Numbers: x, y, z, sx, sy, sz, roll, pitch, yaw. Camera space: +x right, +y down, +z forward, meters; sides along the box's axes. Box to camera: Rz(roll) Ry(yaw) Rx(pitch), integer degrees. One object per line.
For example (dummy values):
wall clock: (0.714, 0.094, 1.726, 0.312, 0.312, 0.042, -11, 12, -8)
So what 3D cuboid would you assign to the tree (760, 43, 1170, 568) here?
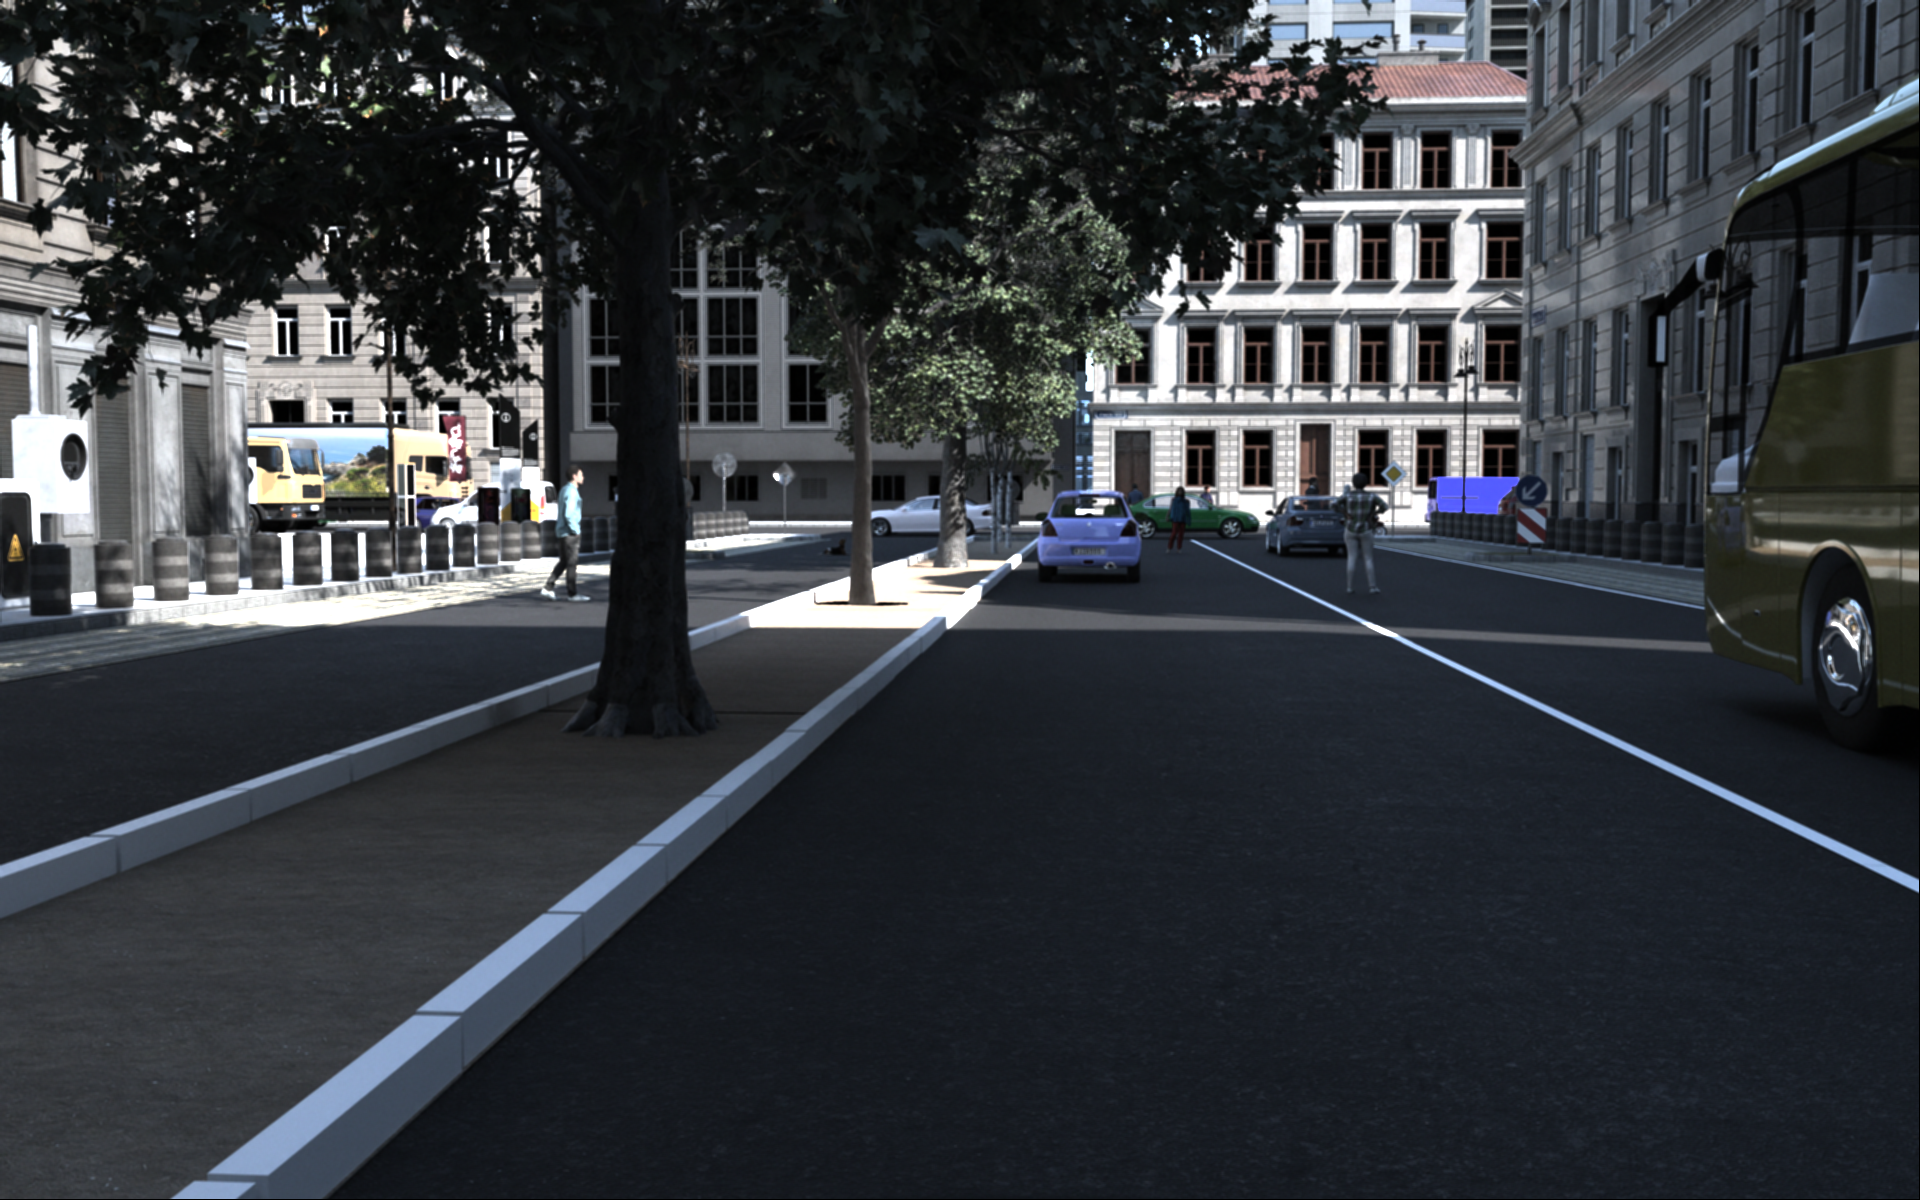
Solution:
tree: (-0.173, -7.587, 33.152, 9.857, 13.997, 8.962, 0, 3, 0)

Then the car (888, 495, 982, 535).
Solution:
car: (-0.981, -3.043, 61.750, 4.499, 1.417, 2.014, 0, 4, 5)

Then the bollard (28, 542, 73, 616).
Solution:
bollard: (-9.650, -0.223, 18.370, 0.404, 0.777, 0.398, 0, 3, 0)

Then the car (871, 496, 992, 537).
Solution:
car: (-1.182, -2.853, 59.009, 4.827, 1.381, 2.083, 0, 4, 4)

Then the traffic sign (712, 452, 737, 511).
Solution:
traffic sign: (-7.186, -3.225, 52.829, 0.768, 2.556, 0.104, 0, 4, 6)

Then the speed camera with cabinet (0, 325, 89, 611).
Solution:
speed camera with cabinet: (-10.741, -1.554, 19.747, 0.660, 3.252, 2.038, 0, 4, 2)

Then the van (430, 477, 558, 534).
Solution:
van: (-15.492, -3.094, 57.601, 4.112, 2.044, 2.013, 0, 4, 5)

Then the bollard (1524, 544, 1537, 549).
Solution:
bollard: (13.653, -1.605, 40.963, 0.404, 0.777, 0.398, 0, 3, 0)

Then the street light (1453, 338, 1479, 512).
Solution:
street light: (15.019, -4.815, 51.515, 0.468, 5.910, 1.993, 0, 4, 4)

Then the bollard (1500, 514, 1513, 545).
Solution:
bollard: (13.845, -1.753, 43.380, 0.404, 0.777, 0.398, 0, 3, 0)

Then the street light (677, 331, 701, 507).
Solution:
street light: (-7.773, -4.686, 49.400, 0.468, 5.910, 1.993, 0, 4, 4)

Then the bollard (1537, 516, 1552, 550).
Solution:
bollard: (13.558, -1.531, 39.752, 0.404, 0.777, 0.398, 0, 3, 0)

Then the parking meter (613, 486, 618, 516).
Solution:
parking meter: (-8.397, -2.110, 42.912, 0.372, 1.533, 0.369, 0, 3, 0)

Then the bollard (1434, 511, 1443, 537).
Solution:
bollard: (14.489, -2.267, 51.781, 0.404, 0.777, 0.398, 0, 3, 0)

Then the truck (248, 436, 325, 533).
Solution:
truck: (-25.843, -3.839, 58.696, 9.791, 3.379, 3.469, 0, 4, 4)

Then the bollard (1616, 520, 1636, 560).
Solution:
bollard: (13.091, -1.161, 33.700, 0.404, 0.777, 0.398, 0, 3, 0)

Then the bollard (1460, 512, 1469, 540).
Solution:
bollard: (14.217, -2.046, 48.175, 0.404, 0.777, 0.398, 0, 3, 0)

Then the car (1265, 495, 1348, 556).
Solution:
car: (8.309, -1.780, 41.112, 2.014, 1.417, 4.499, 0, 4, 5)

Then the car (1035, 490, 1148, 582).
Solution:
car: (2.232, -1.217, 29.488, 1.945, 1.707, 3.694, 0, 4, 5)

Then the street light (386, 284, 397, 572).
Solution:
street light: (-9.399, -3.410, 28.549, 0.468, 5.910, 1.993, 0, 4, 4)

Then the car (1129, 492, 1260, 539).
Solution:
car: (7.325, -2.894, 56.115, 4.718, 1.807, 1.959, 0, 4, 2)

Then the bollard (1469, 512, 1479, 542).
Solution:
bollard: (14.120, -1.973, 46.975, 0.404, 0.777, 0.398, 0, 3, 0)

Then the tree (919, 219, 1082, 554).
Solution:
tree: (0.847, -5.392, 40.979, 4.737, 8.622, 4.395, 0, 3, 0)

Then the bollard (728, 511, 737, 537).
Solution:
bollard: (-7.020, -2.286, 52.087, 0.404, 0.777, 0.398, 0, 3, 0)

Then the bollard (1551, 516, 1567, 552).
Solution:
bollard: (13.470, -1.457, 38.537, 0.404, 0.777, 0.398, 0, 3, 0)

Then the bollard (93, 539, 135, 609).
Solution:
bollard: (-9.557, -0.297, 19.568, 0.404, 0.777, 0.398, 0, 3, 0)

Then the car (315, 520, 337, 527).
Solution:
car: (-29.520, -3.873, 75.115, 4.920, 1.459, 2.131, 0, 4, 3)

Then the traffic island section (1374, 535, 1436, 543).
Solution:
traffic island section: (13.049, -1.827, 52.147, 2.009, 0.180, 2.903, 0, 4, 4)

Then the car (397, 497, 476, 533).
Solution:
car: (-18.423, -3.098, 63.228, 3.894, 1.354, 1.945, 0, 4, 3)

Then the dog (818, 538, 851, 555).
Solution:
dog: (-2.929, -1.255, 40.720, 0.748, 0.427, 0.550, 2, 4, 35)

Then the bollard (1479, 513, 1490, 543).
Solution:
bollard: (14.033, -1.900, 45.776, 0.404, 0.777, 0.398, 0, 3, 0)

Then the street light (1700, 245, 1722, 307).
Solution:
street light: (13.452, -3.524, 30.413, 0.468, 5.910, 1.993, 0, 4, 4)

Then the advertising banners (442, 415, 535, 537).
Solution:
advertising banners: (-10.582, -2.615, 38.948, 2.074, 3.025, 0.090, -2, 4, -33)

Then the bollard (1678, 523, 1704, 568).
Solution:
bollard: (12.812, -0.941, 30.106, 0.404, 0.777, 0.398, 0, 3, 0)

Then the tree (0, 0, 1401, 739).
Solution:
tree: (-1.891, -5.557, 10.330, 9.611, 12.733, 9.660, 0, 3, 0)

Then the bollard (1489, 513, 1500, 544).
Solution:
bollard: (13.939, -1.826, 44.578, 0.404, 0.777, 0.398, 0, 3, 0)

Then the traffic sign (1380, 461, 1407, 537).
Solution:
traffic sign: (13.025, -2.962, 52.072, 0.795, 2.450, 0.064, 0, 4, 4)

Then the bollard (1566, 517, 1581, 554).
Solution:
bollard: (13.378, -1.383, 37.337, 0.404, 0.777, 0.398, 0, 3, 0)

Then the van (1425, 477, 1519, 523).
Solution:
van: (19.696, -3.580, 62.910, 5.245, 2.365, 2.240, 0, 4, 4)

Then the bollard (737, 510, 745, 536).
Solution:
bollard: (-6.933, -2.359, 53.285, 0.404, 0.777, 0.398, 0, 3, 0)

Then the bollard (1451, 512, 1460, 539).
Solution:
bollard: (14.311, -2.120, 49.373, 0.404, 0.777, 0.398, 0, 3, 0)

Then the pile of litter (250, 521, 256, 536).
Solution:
pile of litter: (-12.216, -0.911, 28.858, 1.176, 0.858, 1.719, 0, 4, -7)

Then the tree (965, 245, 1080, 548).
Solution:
tree: (1.280, -5.675, 45.600, 4.360, 8.622, 3.978, 0, 3, 0)

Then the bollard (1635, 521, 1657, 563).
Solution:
bollard: (12.996, -1.088, 32.502, 0.404, 0.777, 0.398, 0, 3, 0)

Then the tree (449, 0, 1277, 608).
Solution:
tree: (-1.238, -6.658, 21.678, 12.009, 13.543, 11.850, 0, 3, 0)

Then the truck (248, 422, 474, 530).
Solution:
truck: (-24.572, -4.903, 69.074, 11.283, 4.237, 2.839, 0, 4, 3)

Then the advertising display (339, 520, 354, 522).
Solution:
advertising display: (-28.071, -4.497, 78.741, 0.974, 1.923, 0.123, -1, 4, -13)

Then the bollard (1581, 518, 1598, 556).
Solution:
bollard: (13.280, -1.310, 36.136, 0.404, 0.777, 0.398, 0, 3, 0)

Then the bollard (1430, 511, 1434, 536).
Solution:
bollard: (14.591, -2.341, 52.993, 0.404, 0.777, 0.398, 0, 3, 0)

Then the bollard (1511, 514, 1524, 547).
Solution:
bollard: (13.750, -1.679, 42.174, 0.404, 0.777, 0.398, 0, 3, 0)

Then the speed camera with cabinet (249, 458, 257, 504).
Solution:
speed camera with cabinet: (-17.672, -2.839, 40.757, 0.660, 3.252, 2.038, 3, 5, 43)

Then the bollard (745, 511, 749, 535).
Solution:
bollard: (-6.839, -2.433, 54.502, 0.404, 0.777, 0.398, 0, 3, 0)

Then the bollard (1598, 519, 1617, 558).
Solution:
bollard: (13.191, -1.236, 34.930, 0.404, 0.777, 0.398, 0, 3, 0)

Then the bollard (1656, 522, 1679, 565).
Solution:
bollard: (12.905, -1.015, 31.304, 0.404, 0.777, 0.398, 0, 3, 0)

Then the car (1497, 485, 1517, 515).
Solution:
car: (19.623, -2.807, 54.567, 5.304, 1.827, 2.281, 0, 4, 6)

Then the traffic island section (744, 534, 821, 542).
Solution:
traffic island section: (-5.436, -1.915, 53.585, 2.009, 0.180, 2.903, 0, 4, 4)

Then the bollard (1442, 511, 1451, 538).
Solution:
bollard: (14.400, -2.194, 50.582, 0.404, 0.777, 0.398, 0, 3, 0)

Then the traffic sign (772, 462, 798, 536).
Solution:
traffic sign: (-5.412, -3.051, 53.521, 0.795, 2.450, 0.064, 0, 4, 4)
